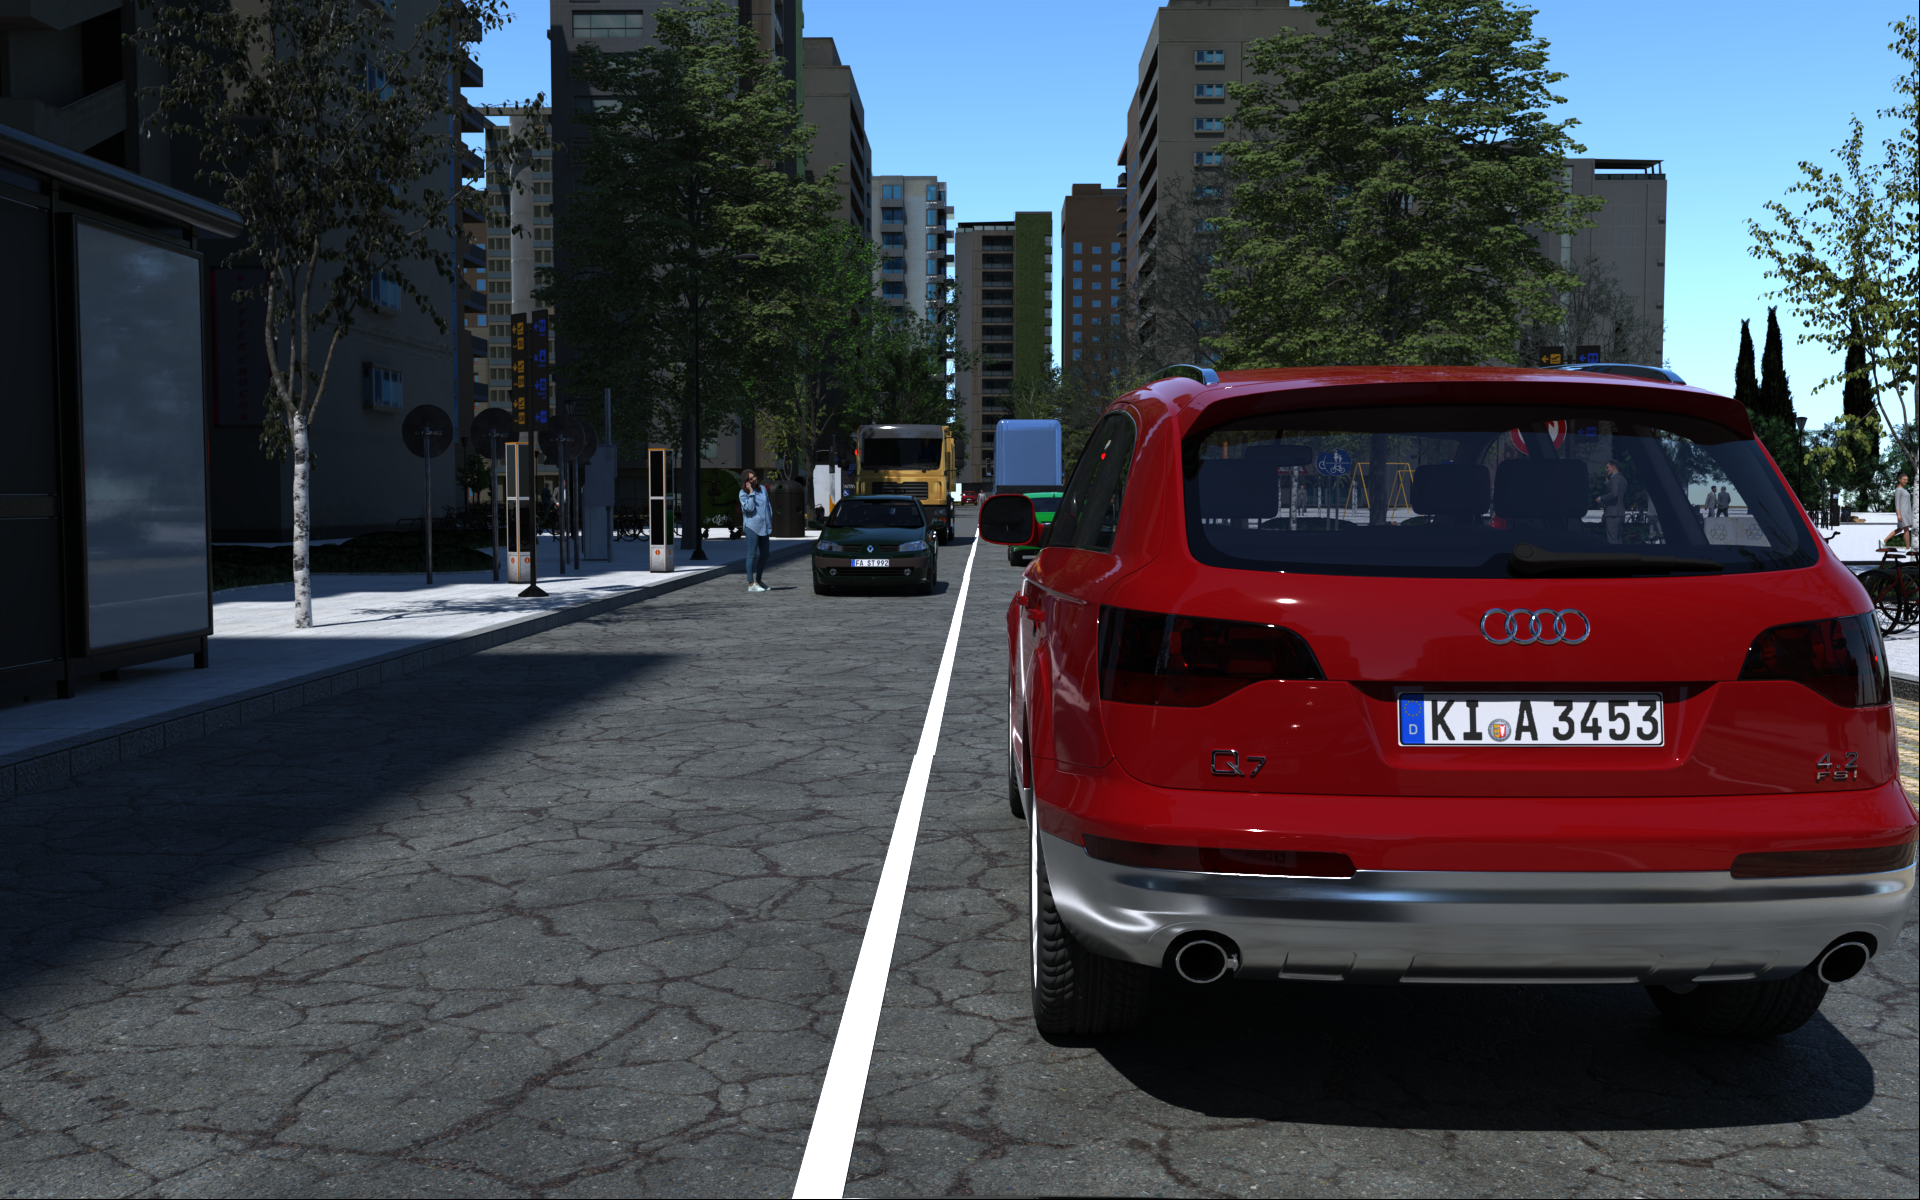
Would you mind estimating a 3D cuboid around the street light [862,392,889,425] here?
[{"bbox_3d":[-3.915,-6.518,79.106,1.470,5.913,1.316,0,4,1],"label":"street light"}]

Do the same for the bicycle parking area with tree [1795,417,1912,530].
[{"bbox_3d":[33.578,-4.671,63.380,8.231,4.147,9.016,2,4,35],"label":"bicycle parking area with tree"}]

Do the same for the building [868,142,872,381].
[{"bbox_3d":[-21.956,-35.967,211.766,21.600,48.544,21.300,0,4,1],"label":"building"}]

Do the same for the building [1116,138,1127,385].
[{"bbox_3d":[30.169,-33.790,207.093,22.147,44.769,28.867,0,4,1],"label":"building"}]

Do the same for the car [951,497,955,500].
[{"bbox_3d":[-1.394,-7.941,138.635,1.959,1.807,4.718,0,4,1],"label":"car"}]

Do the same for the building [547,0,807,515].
[{"bbox_3d":[-17.672,-26.155,111.233,14.154,41.232,14.086,0,4,1],"label":"building"}]

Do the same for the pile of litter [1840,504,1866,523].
[{"bbox_3d":[40.436,-3.946,78.486,1.176,0.858,1.719,3,5,40],"label":"pile of litter"}]

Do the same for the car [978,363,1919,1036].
[{"bbox_3d":[1.207,0.156,6.126,2.281,1.827,5.304,0,4,0],"label":"car"}]

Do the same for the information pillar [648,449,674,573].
[{"bbox_3d":[-4.859,-1.450,28.194,0.304,2.012,0.304,1,4,18],"label":"information pillar"}]

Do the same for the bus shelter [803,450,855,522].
[{"bbox_3d":[-6.124,-5.374,81.793,2.014,3.302,5.546,0,4,1],"label":"bus shelter"}]

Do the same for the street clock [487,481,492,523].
[{"bbox_3d":[-19.126,-4.046,70.729,0.358,2.002,0.471,-3,4,-37],"label":"street clock"}]

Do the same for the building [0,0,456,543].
[{"bbox_3d":[-28.274,-25.987,48.591,21.600,48.544,21.300,0,4,1],"label":"building"}]

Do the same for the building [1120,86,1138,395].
[{"bbox_3d":[25.300,-32.747,185.530,14.600,45.320,14.200,0,4,1],"label":"building"}]

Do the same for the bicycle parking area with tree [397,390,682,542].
[{"bbox_3d":[-11.862,-3.863,50.161,9.016,4.147,8.231,1,4,17],"label":"bicycle parking area with tree"}]

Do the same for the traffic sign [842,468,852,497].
[{"bbox_3d":[-5.786,-5.241,85.688,0.884,2.594,0.081,0,4,6],"label":"traffic sign"}]

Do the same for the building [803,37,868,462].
[{"bbox_3d":[-21.752,-34.563,188.811,21.300,48.544,21.600,0,4,1],"label":"building"}]

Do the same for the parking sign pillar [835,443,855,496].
[{"bbox_3d":[-5.859,-6.136,88.789,1.447,3.967,1.447,0,4,-3],"label":"parking sign pillar"}]

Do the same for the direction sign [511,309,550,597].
[{"bbox_3d":[-5.350,-1.811,21.614,0.379,3.537,0.876,-3,5,-43],"label":"direction sign"}]

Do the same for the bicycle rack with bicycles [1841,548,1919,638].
[{"bbox_3d":[8.933,-0.175,16.241,2.925,0.926,2.852,0,4,-8],"label":"bicycle rack with bicycles"}]

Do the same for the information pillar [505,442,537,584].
[{"bbox_3d":[-6.274,-1.240,24.759,0.304,2.012,0.304,3,5,44],"label":"information pillar"}]

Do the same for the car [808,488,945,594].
[{"bbox_3d":[-1.224,-0.990,25.966,2.009,1.686,4.222,0,4,1],"label":"car"}]

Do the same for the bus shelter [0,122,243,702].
[{"bbox_3d":[-6.401,-1.880,8.377,2.179,5.291,8.768,0,4,1],"label":"bus shelter"}]

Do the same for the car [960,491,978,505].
[{"bbox_3d":[1.188,-13.128,223.316,2.281,1.827,5.304,0,4,2],"label":"car"}]

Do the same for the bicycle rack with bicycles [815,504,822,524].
[{"bbox_3d":[-6.136,-3.088,63.872,2.852,0.926,2.925,0,4,-4],"label":"bicycle rack with bicycles"}]

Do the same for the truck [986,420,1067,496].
[{"bbox_3d":[2.548,-4.099,56.778,2.967,4.110,18.799,0,4,-1],"label":"truck"}]

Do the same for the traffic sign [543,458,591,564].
[{"bbox_3d":[-7.181,-1.937,31.673,0.884,2.594,0.081,0,4,2],"label":"traffic sign"}]

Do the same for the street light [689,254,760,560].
[{"bbox_3d":[-4.560,-3.737,33.639,1.470,5.913,1.316,0,4,1],"label":"street light"}]

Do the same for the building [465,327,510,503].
[{"bbox_3d":[-47.563,-22.315,209.888,28.899,21.520,27.650,0,4,1],"label":"building"}]

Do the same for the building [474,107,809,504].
[{"bbox_3d":[-27.941,-29.018,166.328,32.217,40.220,23.993,0,4,1],"label":"building"}]

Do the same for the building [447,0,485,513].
[{"bbox_3d":[-33.741,-26.890,89.767,14.200,45.320,14.600,0,4,1],"label":"building"}]

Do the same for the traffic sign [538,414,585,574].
[{"bbox_3d":[-6.379,-1.689,27.725,0.768,2.556,0.104,0,4,4],"label":"traffic sign"}]

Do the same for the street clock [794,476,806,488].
[{"bbox_3d":[-6.380,-3.959,69.292,0.471,2.002,0.358,2,4,25],"label":"street clock"}]

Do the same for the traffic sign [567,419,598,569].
[{"bbox_3d":[-6.530,-1.793,29.425,0.768,2.556,0.104,0,4,3],"label":"traffic sign"}]

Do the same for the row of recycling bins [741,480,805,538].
[{"bbox_3d":[-5.683,-2.761,52.263,1.069,1.692,3.534,-2,4,-31],"label":"row of recycling bins"}]

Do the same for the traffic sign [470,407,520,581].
[{"bbox_3d":[-6.850,-1.553,25.498,0.768,2.556,0.104,1,4,8],"label":"traffic sign"}]

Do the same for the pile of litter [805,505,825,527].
[{"bbox_3d":[-5.672,-3.238,66.911,1.176,0.858,1.719,0,4,2],"label":"pile of litter"}]

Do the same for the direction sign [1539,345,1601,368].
[{"bbox_3d":[9.312,-2.113,26.546,0.876,3.537,0.379,1,4,18],"label":"direction sign"}]

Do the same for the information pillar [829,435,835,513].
[{"bbox_3d":[-5.093,-4.751,69.037,0.183,3.616,0.504,-1,4,-22],"label":"information pillar"}]

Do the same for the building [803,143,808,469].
[{"bbox_3d":[-19.489,-22.137,133.647,14.160,30.474,14.107,0,4,1],"label":"building"}]

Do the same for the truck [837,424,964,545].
[{"bbox_3d":[-1.520,-3.355,50.786,3.469,3.379,9.791,0,4,1],"label":"truck"}]

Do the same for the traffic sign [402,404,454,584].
[{"bbox_3d":[-7.558,-1.498,24.600,0.768,2.556,0.104,0,4,5],"label":"traffic sign"}]

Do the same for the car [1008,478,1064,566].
[{"bbox_3d":[1.889,-1.652,35.805,1.959,1.807,4.718,0,4,0],"label":"car"}]
